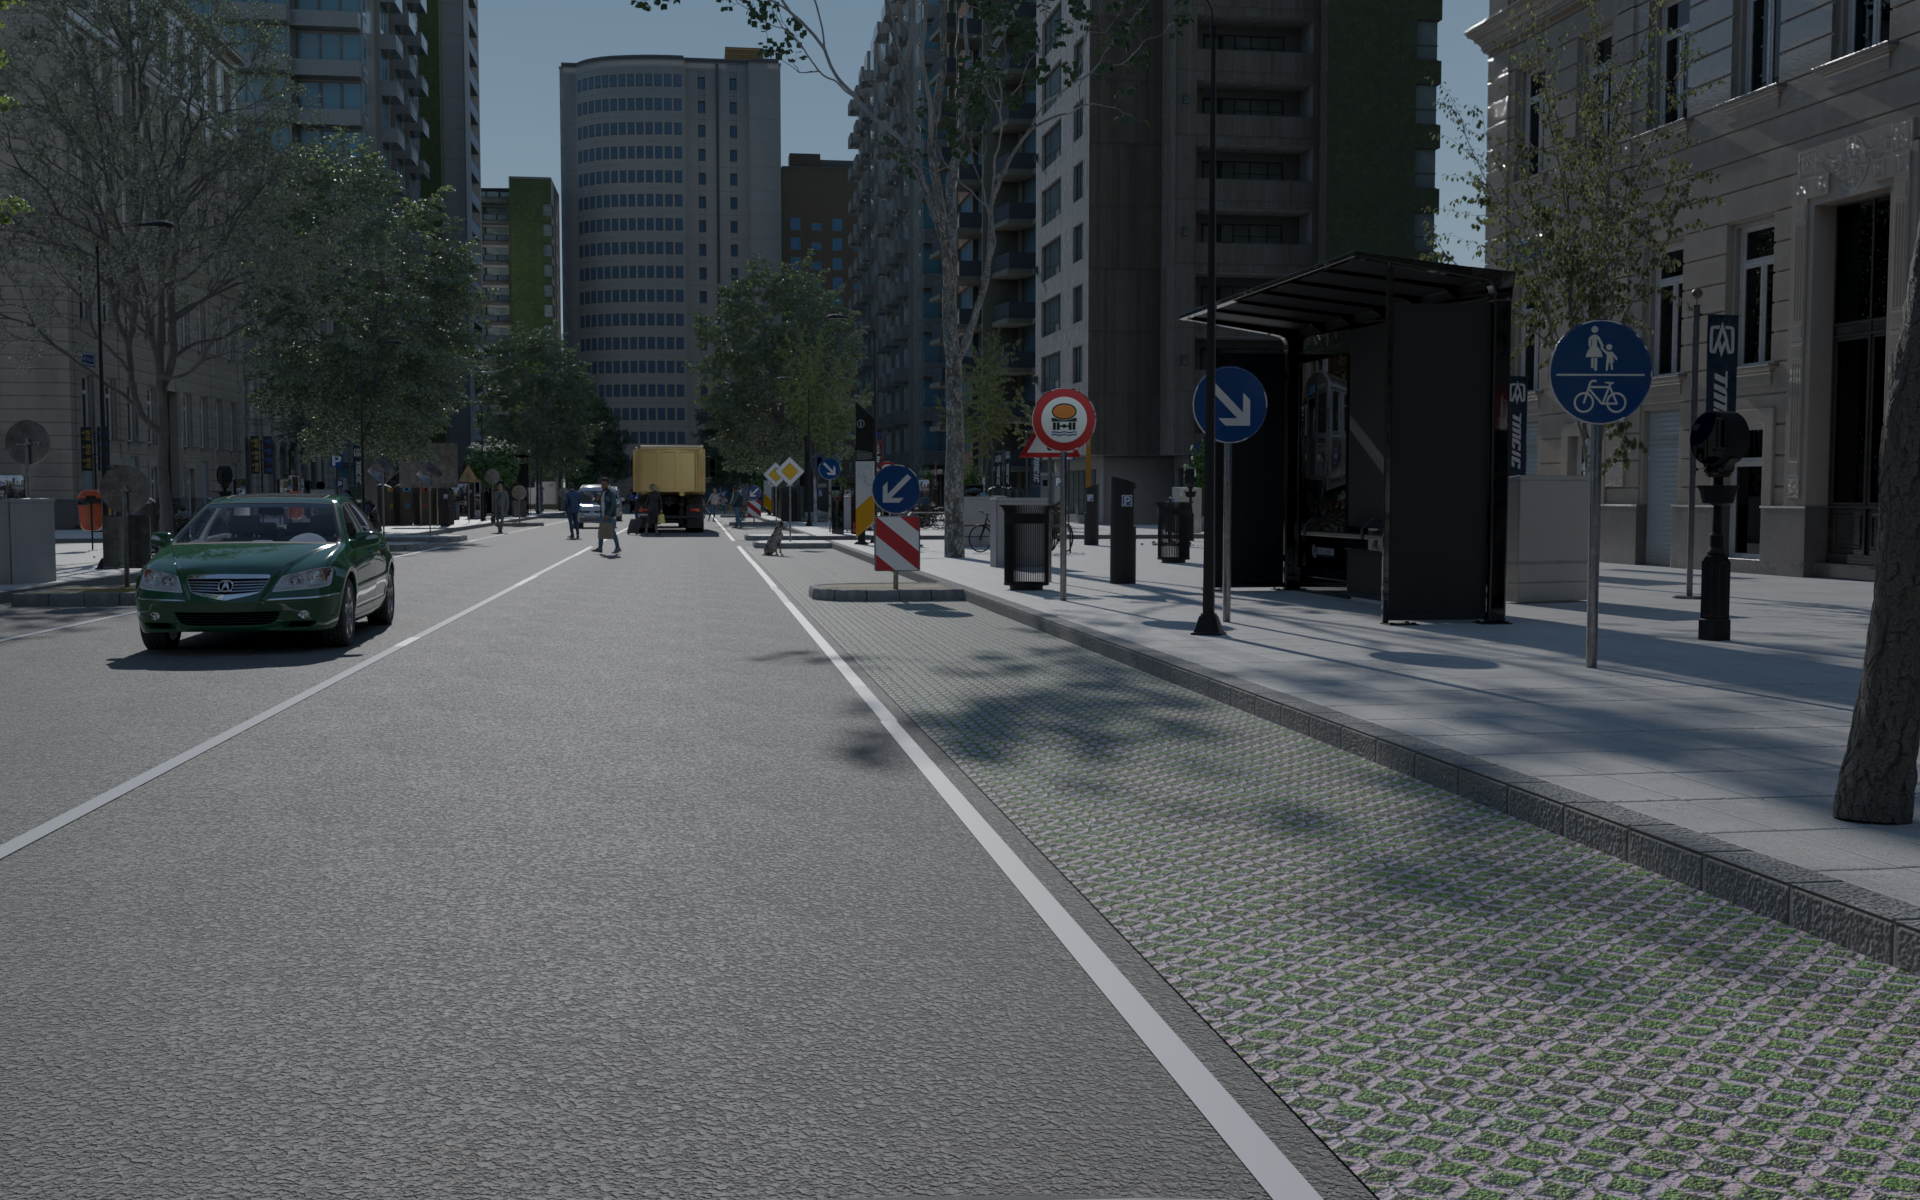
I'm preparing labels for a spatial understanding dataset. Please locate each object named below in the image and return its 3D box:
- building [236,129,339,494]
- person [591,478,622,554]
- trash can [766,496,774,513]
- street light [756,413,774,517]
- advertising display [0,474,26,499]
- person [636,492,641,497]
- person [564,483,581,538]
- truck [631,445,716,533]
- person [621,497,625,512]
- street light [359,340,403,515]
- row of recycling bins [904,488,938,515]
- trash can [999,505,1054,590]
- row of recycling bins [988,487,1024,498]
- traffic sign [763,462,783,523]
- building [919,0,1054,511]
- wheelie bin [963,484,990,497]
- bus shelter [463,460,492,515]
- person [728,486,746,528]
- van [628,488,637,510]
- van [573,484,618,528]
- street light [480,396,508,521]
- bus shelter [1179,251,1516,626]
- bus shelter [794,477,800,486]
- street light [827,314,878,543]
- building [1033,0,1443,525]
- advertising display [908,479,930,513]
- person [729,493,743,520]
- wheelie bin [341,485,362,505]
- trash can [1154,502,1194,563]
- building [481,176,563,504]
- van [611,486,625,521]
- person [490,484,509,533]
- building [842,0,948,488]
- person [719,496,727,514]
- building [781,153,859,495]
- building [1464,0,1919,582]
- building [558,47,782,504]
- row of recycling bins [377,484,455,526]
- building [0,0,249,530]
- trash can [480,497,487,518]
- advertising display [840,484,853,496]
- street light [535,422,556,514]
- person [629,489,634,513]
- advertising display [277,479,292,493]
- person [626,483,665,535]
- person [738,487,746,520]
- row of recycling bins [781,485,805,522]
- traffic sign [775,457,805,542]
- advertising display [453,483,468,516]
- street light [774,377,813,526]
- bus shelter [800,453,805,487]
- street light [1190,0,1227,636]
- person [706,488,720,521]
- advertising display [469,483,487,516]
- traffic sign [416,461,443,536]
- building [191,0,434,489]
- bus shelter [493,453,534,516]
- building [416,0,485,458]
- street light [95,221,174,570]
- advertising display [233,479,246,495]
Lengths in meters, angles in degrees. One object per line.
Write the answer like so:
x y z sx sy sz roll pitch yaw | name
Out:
-43.398 -15.579 96.513 13.314 21.916 24.055 -1 4 -9 | building
-8.420 -2.009 41.333 0.713 1.824 0.794 -2 4 -29 | person
-12.516 -6.294 114.554 0.748 1.137 0.748 0 3 0 | trash can
-11.095 -7.700 98.443 1.470 5.913 1.316 -1 4 -9 | street light
-30.145 -3.042 54.948 0.123 1.923 0.974 2 4 30 | advertising display
-16.463 -4.941 89.469 0.473 1.802 0.592 2 4 27 | person
-12.727 -2.952 56.955 0.419 1.800 0.721 3 4 37 | person
-11.270 -4.389 67.691 3.469 3.379 9.791 0 4 -8 | truck
-27.766 -7.946 141.643 0.697 1.427 0.421 2 4 26 | person
-17.514 -4.881 52.354 1.470 5.913 1.316 -1 4 -9 | street light
-2.925 -6.062 106.231 3.534 1.692 1.069 -2 4 -33 | row of recycling bins
0.891 -0.708 23.231 0.748 1.137 0.748 0 3 0 | trash can
2.661 -5.567 98.128 1.069 1.692 3.534 2 4 29 | row of recycling bins
-5.772 -3.099 54.316 0.795 2.450 0.064 -1 4 -9 | traffic sign
9.660 -28.303 117.376 22.147 44.769 28.867 -1 4 -9 | building
0.447 -2.872 54.866 0.980 1.594 0.693 0 4 4 | wheelie bin
-29.764 -7.148 108.153 1.731 3.624 6.357 -1 4 -9 | bus shelter
-9.263 -3.858 71.919 0.721 1.781 0.623 0 4 -5 | person
-28.251 -9.129 153.638 2.240 2.365 5.245 -1 4 -9 | van
-15.589 -4.094 73.946 2.013 2.044 4.112 -1 4 -8 | van
-22.148 -6.714 82.308 1.470 5.913 1.316 -1 4 -9 | street light
4.195 -1.754 19.964 1.731 3.624 6.357 -1 4 -9 | bus shelter
-11.715 -7.819 121.764 2.014 3.302 5.546 -1 4 -9 | bus shelter
-2.742 -4.431 44.980 1.470 5.913 1.316 -1 4 -9 | street light
11.377 -18.563 75.200 14.107 30.474 14.160 -1 4 -9 | building
-1.742 -4.142 72.930 0.974 1.923 0.123 -1 4 -10 | advertising display
-12.253 -5.228 94.465 0.782 1.767 0.515 2 4 29 | person
-22.226 -3.397 63.452 0.693 1.594 0.980 1 4 18 | wheelie bin
3.992 -1.265 32.334 0.748 1.137 0.748 0 3 0 | trash can
-59.257 -33.104 224.837 14.086 41.232 14.154 -1 4 -9 | building
-18.969 -5.245 92.767 2.013 2.044 4.112 -1 4 -10 | van
-17.132 -3.414 64.418 0.694 1.812 0.767 0 4 4 | person
0.109 -34.343 181.108 23.786 49.044 30.456 -1 4 -9 | building
-17.157 -6.884 125.301 0.590 1.304 0.306 2 4 29 | person
-16.894 -35.543 231.241 14.200 45.320 14.600 -1 4 -9 | building
18.623 -13.973 25.719 12.463 27.353 25.104 -1 4 -9 | building
-38.327 -42.122 230.696 28.212 58.520 21.231 -1 4 -9 | building
-22.596 -3.936 71.464 1.069 1.692 3.534 3 5 45 | row of recycling bins
-39.035 -16.815 72.194 12.463 27.353 25.104 -1 4 -9 | building
-24.921 -4.786 89.909 0.748 1.137 0.748 0 3 0 | trash can
-7.130 -6.364 109.262 0.974 1.923 0.123 -3 5 -43 | advertising display
-26.728 -8.514 111.751 1.470 5.913 1.316 -1 4 -9 | street light
-25.014 -7.546 131.868 0.705 1.826 1.348 -1 4 -12 | person
-28.238 -4.129 72.730 0.123 1.923 0.974 2 4 24 | advertising display
-10.979 -3.177 60.666 1.509 1.804 0.699 3 5 44 | person
-12.210 -5.361 96.178 0.660 1.820 0.620 3 4 38 | person
-7.824 -4.605 82.407 1.069 1.692 3.534 0 4 4 | row of recycling bins
-4.557 -2.617 46.423 0.795 2.450 0.064 -1 4 -9 | traffic sign
-28.773 -5.801 100.063 0.974 1.923 0.123 -1 4 -19 | advertising display
-6.563 -5.902 69.046 1.470 5.913 1.316 -1 4 -9 | street light
-8.656 -6.733 101.366 1.731 3.624 6.357 -1 4 -9 | bus shelter
1.735 -2.632 15.574 1.470 5.913 1.316 -1 4 -9 | street light
-13.007 -4.983 90.651 0.731 1.740 0.598 -3 5 -42 | person
-27.620 -5.772 99.579 0.974 1.923 0.123 1 4 20 | advertising display
-16.147 -3.003 52.746 0.795 2.450 0.064 -1 4 -9 | traffic sign
-54.828 -31.694 137.803 23.786 49.044 30.456 -1 4 -9 | building
-26.364 -6.814 102.691 1.731 3.624 6.357 -1 4 -9 | bus shelter
-63.609 -38.785 176.141 28.212 58.520 21.231 -1 4 -9 | building
-14.052 -3.484 29.512 1.470 5.913 1.316 -1 4 -9 | street light
-31.020 -4.246 74.629 0.123 1.923 0.974 0 4 2 | advertising display
